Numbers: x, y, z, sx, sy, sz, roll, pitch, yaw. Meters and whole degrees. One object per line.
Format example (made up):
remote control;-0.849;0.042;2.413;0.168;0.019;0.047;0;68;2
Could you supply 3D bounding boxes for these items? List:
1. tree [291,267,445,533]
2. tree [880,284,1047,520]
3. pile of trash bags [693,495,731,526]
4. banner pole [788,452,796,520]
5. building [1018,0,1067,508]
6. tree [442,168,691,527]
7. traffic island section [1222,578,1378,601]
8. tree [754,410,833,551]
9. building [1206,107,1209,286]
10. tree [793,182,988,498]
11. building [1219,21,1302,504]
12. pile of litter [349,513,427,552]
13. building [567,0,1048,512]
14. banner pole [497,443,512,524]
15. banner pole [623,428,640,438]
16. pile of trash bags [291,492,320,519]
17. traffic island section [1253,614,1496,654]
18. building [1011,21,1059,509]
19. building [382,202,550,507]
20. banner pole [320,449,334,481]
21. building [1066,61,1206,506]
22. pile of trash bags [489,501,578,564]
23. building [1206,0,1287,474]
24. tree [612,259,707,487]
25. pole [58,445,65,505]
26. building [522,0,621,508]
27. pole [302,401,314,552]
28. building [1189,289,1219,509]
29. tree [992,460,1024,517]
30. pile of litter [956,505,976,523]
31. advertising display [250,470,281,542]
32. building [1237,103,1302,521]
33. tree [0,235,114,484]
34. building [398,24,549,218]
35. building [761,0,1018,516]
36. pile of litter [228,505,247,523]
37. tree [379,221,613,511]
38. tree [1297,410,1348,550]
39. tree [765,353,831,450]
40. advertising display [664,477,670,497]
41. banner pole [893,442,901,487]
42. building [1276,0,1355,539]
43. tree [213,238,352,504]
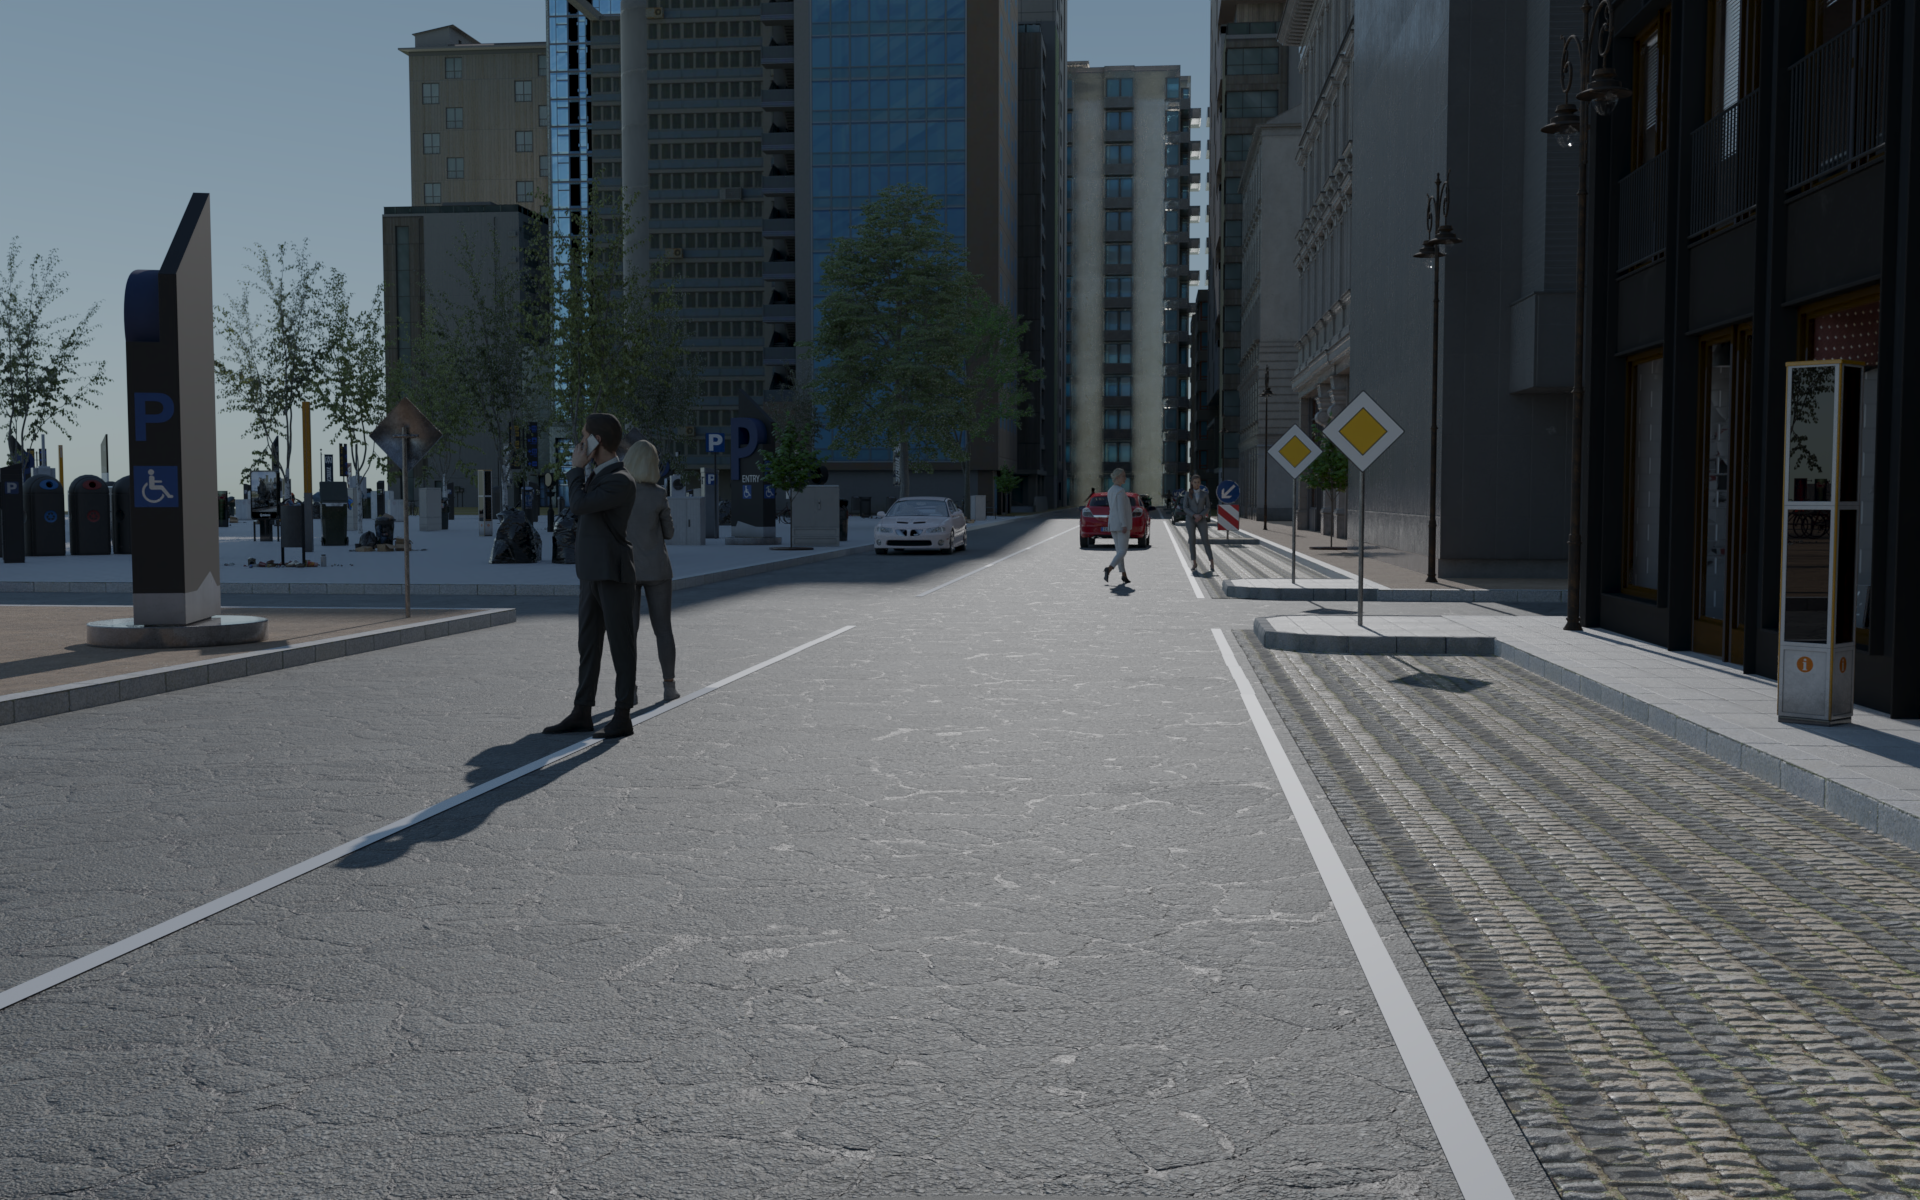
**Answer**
tree;-19.514;-6.459;55.959;4.737;8.622;4.395;0;3;0
tree;0.202;-9.727;84.785;9.928;11.665;9.643;0;3;0
pile of trash bags;-10.869;-3.758;71.202;3.447;1.369;1.912;0;4;6
banner pole;-8.125;-5.842;85.535;0.863;3.779;0.401;-3;4;-36
building;-0.424;-44.535;166.405;20.611;71.187;20.563;0;4;6
tree;-8.536;-5.489;40.102;4.737;8.622;4.395;0;3;0
traffic island section;4.804;-0.157;24.856;2.009;0.180;2.903;0;4;6
tree;-3.945;-2.767;39.845;1.663;3.219;1.824;0;3;0
building;42.329;-34.939;190.861;30.456;49.044;23.786;0;4;6
tree;-2.412;-8.906;63.748;7.486;12.596;7.792;0;3;0
building;23.494;-20.661;109.507;14.160;30.474;14.107;0;4;6
pile of litter;-12.857;-1.532;39.010;1.719;0.858;1.176;-1;4;-16
building;-9.955;-26.682;128.133;32.217;40.220;23.993;0;4;6
banner pole;-19.677;-5.190;74.875;0.863;3.779;0.401;2;4;26
banner pole;-11.850;-4.459;62.920;0.863;3.779;0.401;1;4;10
pile of trash bags;-33.618;-4.841;88.900;1.912;1.369;3.447;1;4;9
traffic island section;3.928;0.328;16.919;2.009;0.180;2.903;0;4;6
building;0.882;-28.283;146.029;14.154;41.232;14.086;0;4;6
building;-48.634;-24.679;175.209;14.107;30.474;14.160;0;4;6
banner pole;-34.973;-6.455;95.558;0.863;3.779;0.401;-2;4;-25
building;11.449;-35.170;194.634;30.456;49.044;23.786;0;4;6
pile of trash bags;-7.149;-1.390;32.477;3.447;1.369;1.912;0;4;8
building;32.591;-33.061;129.785;28.713;52.752;27.495;0;4;6
tree;-9.665;-6.340;54.029;4.360;8.622;3.978;0;3;0
pole;-37.321;-4.777;71.940;0.158;3.312;0.155;0;3;0
building;-26.469;-52.282;167.488;31.000;86.520;22.319;0;4;6
pole;-14.389;-2.713;38.207;0.158;3.312;0.155;0;3;0
building;35.380;-19.218;159.260;27.650;21.520;28.899;0;4;6
tree;2.547;-6.384;98.985;1.663;3.219;1.824;0;3;0
pile of litter;0.109;-3.827;76.529;1.176;0.858;1.719;0;4;7
advertising display;-18.774;-2.545;46.826;0.974;1.923;0.123;2;4;24
building;19.660;-14.714;89.724;9.793;20.994;18.267;0;4;6
tree;-27.218;-6.120;50.426;4.360;8.622;3.978;0;3;0
building;-46.088;-37.542;203.053;27.495;52.752;28.713;0;4;6
building;-3.839;-27.997;107.869;14.600;45.320;14.200;0;4;6
pile of litter;-32.522;-3.841;76.767;1.719;0.858;1.176;-1;4;-17
tree;-12.371;-5.866;46.267;4.360;8.622;3.978;0;3;0
tree;8.617;-2.788;40.190;1.663;3.219;1.824;0;3;0
tree;-8.439;-8.546;90.095;4.360;8.622;3.978;0;3;0
advertising display;-11.389;-3.802;67.375;0.123;1.923;0.974;-1;4;-16
banner pole;-2.441;-4.962;71.151;0.863;3.779;0.401;3;4;38
building;16.437;-12.819;60.501;10.553;20.767;40.483;0;4;6
tree;-19.390;-6.041;49.133;4.360;8.622;3.978;0;3;0
